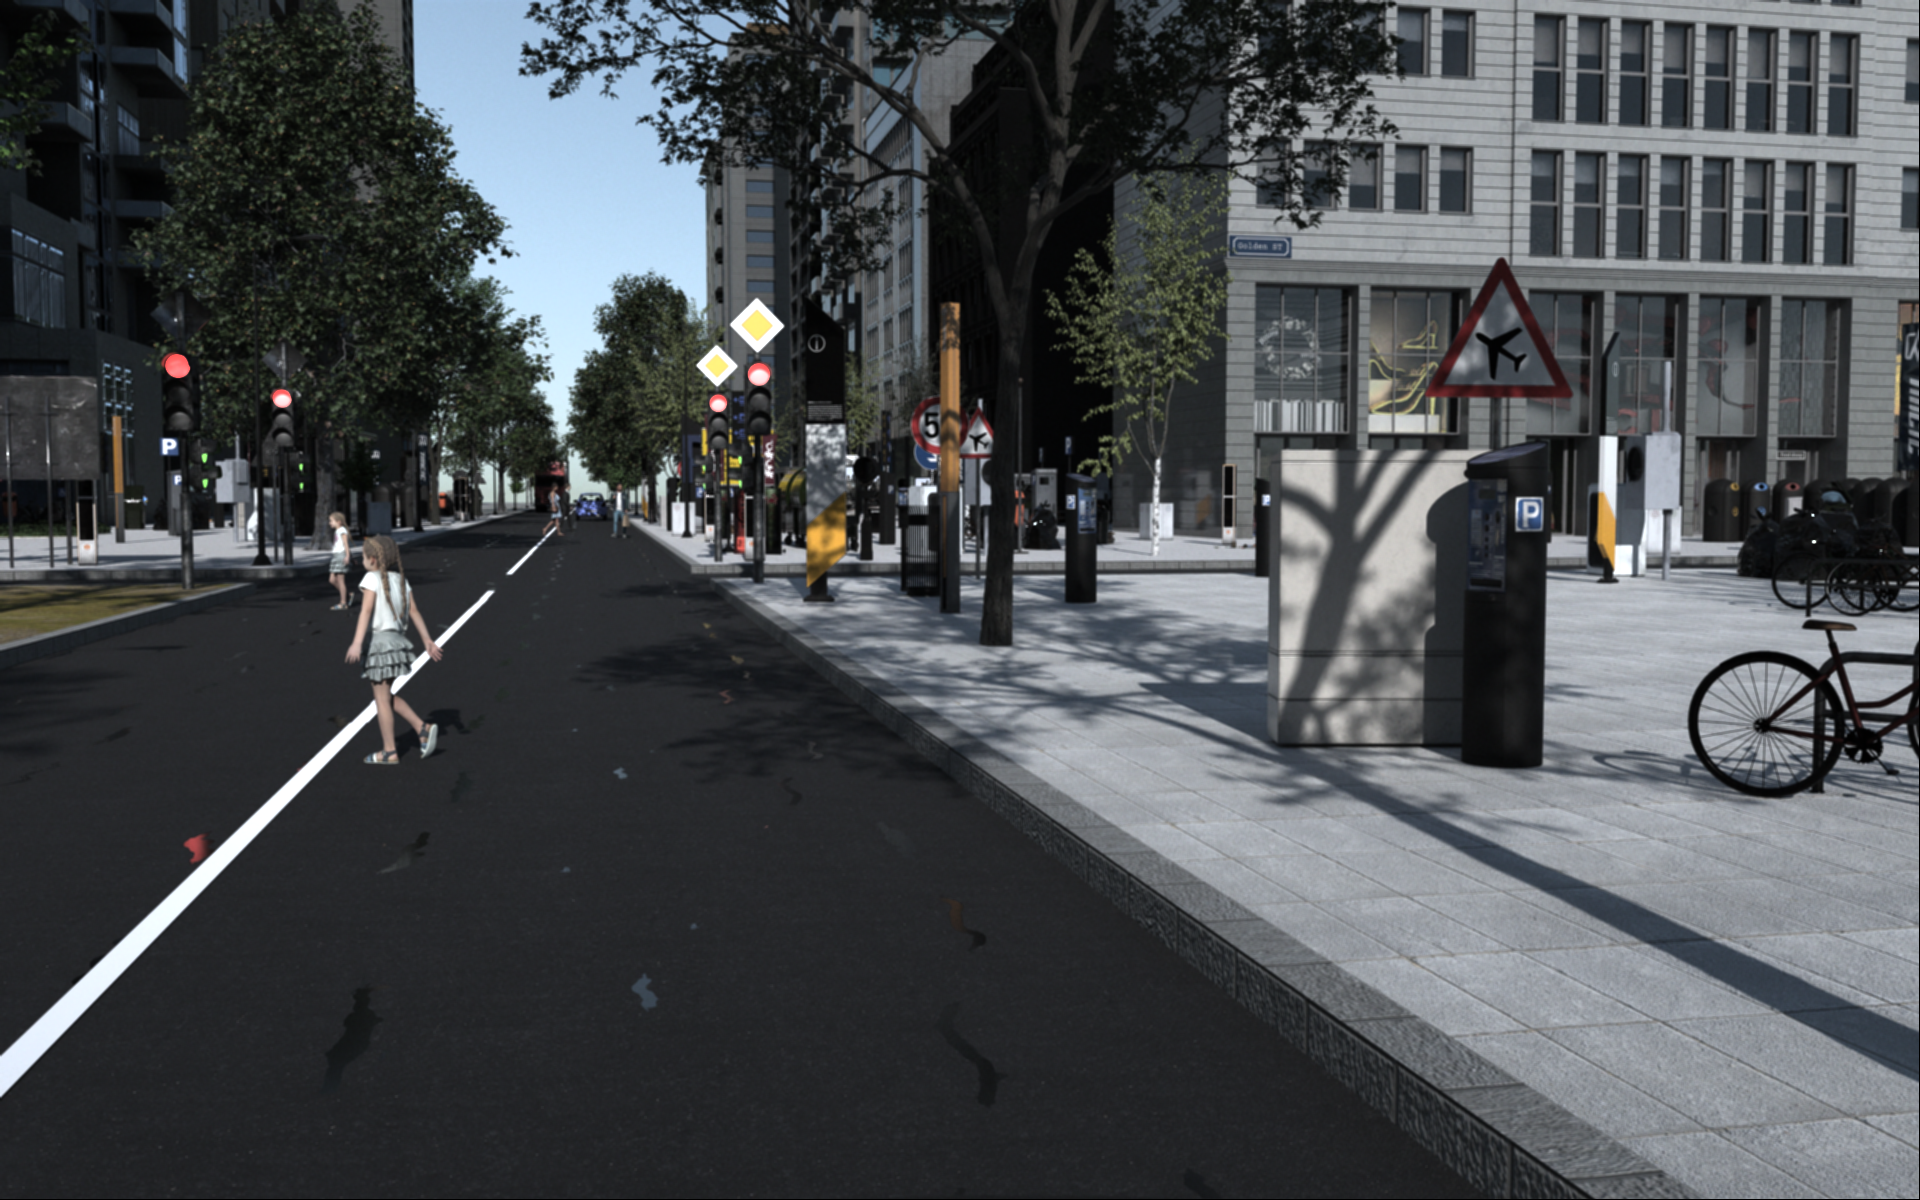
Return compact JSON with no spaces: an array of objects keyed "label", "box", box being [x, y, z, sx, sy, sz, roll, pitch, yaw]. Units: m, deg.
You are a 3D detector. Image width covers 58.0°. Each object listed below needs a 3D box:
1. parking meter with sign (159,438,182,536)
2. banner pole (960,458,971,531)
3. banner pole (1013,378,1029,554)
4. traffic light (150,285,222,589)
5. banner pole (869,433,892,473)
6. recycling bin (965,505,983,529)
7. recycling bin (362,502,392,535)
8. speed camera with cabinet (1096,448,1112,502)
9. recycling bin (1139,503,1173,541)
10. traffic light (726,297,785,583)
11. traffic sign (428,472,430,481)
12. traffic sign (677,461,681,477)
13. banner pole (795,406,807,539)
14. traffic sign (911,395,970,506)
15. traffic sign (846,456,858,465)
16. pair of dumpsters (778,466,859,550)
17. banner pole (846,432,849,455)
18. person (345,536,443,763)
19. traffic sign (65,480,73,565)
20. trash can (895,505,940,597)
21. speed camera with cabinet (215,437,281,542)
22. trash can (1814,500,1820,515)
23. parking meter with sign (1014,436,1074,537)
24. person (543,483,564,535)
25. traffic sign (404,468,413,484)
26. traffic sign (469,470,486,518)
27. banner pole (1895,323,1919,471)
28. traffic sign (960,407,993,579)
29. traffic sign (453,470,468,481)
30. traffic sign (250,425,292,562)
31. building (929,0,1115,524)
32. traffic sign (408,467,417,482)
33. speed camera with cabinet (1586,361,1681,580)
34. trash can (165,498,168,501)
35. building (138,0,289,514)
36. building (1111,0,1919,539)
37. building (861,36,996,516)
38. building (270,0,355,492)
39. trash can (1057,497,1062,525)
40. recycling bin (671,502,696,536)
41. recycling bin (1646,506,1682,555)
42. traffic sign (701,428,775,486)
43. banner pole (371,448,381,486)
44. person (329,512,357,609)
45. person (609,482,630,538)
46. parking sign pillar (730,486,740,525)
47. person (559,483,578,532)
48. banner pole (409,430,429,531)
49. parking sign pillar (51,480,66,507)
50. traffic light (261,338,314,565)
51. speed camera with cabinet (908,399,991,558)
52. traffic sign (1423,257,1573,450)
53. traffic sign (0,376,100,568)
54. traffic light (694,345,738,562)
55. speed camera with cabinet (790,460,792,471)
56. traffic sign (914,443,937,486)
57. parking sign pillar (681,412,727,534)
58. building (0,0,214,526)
[{"label":"parking meter with sign","box":[-24.040,-3.475,53.085,0.543,3.016,1.738,-3,4,-36]},{"label":"banner pole","box":[0.129,-4.264,59.736,0.863,3.779,0.401,0,4,1]},{"label":"banner pole","box":[1.122,-2.905,37.520,0.863,3.779,0.401,3,5,42]},{"label":"traffic light","box":[-10.418,-2.103,23.301,0.839,4.253,0.868,-1,4,-12]},{"label":"banner pole","box":[-3.164,-4.930,70.626,0.863,3.779,0.401,-1,4,-11]},{"label":"recycling bin","box":[0.531,-3.091,63.085,0.722,1.027,0.722,0,4,-1]},{"label":"recycling bin","box":[-18.297,-2.551,54.266,0.722,1.027,0.722,-3,5,-43]},{"label":"speed camera with cabinet","box":[5.954,-4.804,72.880,0.660,3.252,2.038,1,4,14]},{"label":"recycling bin","box":[5.463,-2.179,48.185,0.722,1.027,0.722,-1,4,-21]},{"label":"traffic light","box":[-2.928,-2.201,24.913,0.839,4.253,0.868,-1,4,-12]},{"label":"traffic sign","box":[-24.819,-4.830,81.101,0.606,2.300,0.079,-1,4,-9]},{"label":"traffic sign","box":[-9.681,-3.771,61.770,0.768,2.556,0.104,0,4,-5]},{"label":"banner pole","box":[-4.378,-3.634,49.426,0.401,3.779,0.863,-3,5,-39]},{"label":"traffic sign","box":[-0.260,-1.368,22.470,0.768,2.556,0.104,0,4,-5]},{"label":"traffic sign","box":[-2.983,-2.662,45.650,0.606,2.300,0.079,0,4,-3]},{"label":"pair of dumpsters","box":[-3.362,-2.387,41.525,1.574,2.255,4.437,-1,4,-12]},{"label":"banner pole","box":[-4.147,-4.376,61.570,0.401,3.779,0.863,-2,4,-32]},{"label":"person","box":[-3.018,0.266,9.167,0.382,1.210,0.505,1,4,17]},{"label":"traffic sign","box":[-16.184,-1.915,31.420,0.768,2.556,0.104,0,4,-5]},{"label":"trash can","box":[-0.445,-0.625,21.869,0.748,1.137,0.748,0,3,0]},{"label":"speed camera with cabinet","box":[-19.125,-3.201,46.666,0.660,3.252,2.038,1,4,17]},{"label":"trash can","box":[21.611,-1.920,43.040,0.748,1.137,0.748,0,3,0]},{"label":"parking meter with sign","box":[2.514,-3.413,52.069,1.738,3.016,0.543,-1,4,-17]},{"label":"person","box":[-13.999,-3.120,59.614,0.778,1.811,0.616,0,4,-2]},{"label":"traffic sign","box":[-26.740,-5.167,84.584,0.768,2.556,0.104,0,4,-5]},{"label":"traffic sign","box":[-25.496,-5.602,91.602,0.884,2.594,0.081,-1,4,-11]},{"label":"banner pole","box":[12.367,-1.965,22.144,0.401,3.779,0.863,-2,4,-27]},{"label":"traffic sign","box":[0.271,-1.589,25.980,0.884,2.594,0.081,-1,4,-10]},{"label":"traffic sign","box":[-26.268,-5.561,91.026,0.768,2.556,0.104,0,4,-8]},{"label":"traffic sign","box":[-12.853,-1.987,32.489,0.884,2.594,0.081,0,4,-4]},{"label":"building","box":[6.077,-15.503,83.144,12.332,23.373,15.834,-1,4,-12]},{"label":"traffic sign","box":[-24.723,-4.834,79.043,0.884,2.594,0.081,0,4,-7]},{"label":"speed camera with cabinet","box":[10.320,-1.972,26.581,0.660,3.252,2.038,0,4,-3]},{"label":"trash can","box":[-25.517,-2.745,56.539,0.748,1.137,0.748,0,3,0]},{"label":"building","box":[-59.148,-31.924,111.203,28.713,52.752,27.495,-1,4,-12]},{"label":"building","box":[20.833,-17.084,56.815,29.804,29.767,11.434,-1,4,-12]},{"label":"building","box":[1.790,-17.297,100.832,12.078,24.808,19.932,-1,4,-12]},{"label":"building","box":[-60.170,-30.450,147.974,14.600,45.320,14.200,-1,4,-12]},{"label":"trash can","box":[3.957,-3.723,72.530,0.748,1.137,0.748,0,3,0]},{"label":"recycling bin","box":[-8.514,-2.495,53.344,0.722,1.027,0.722,-1,4,-9]},{"label":"recycling bin","box":[14.961,-1.497,37.027,0.722,1.027,0.722,1,4,9]},{"label":"traffic sign","box":[-6.818,-3.632,53.256,2.265,3.308,0.079,0,4,-7]},{"label":"banner pole","box":[-28.182,-5.692,83.073,0.863,3.779,0.401,-1,4,-15]},{"label":"person","box":[-7.648,-0.493,21.572,0.382,1.210,0.505,-2,4,-35]},{"label":"person","box":[-11.057,-2.936,56.488,0.794,1.824,0.713,1,4,11]},{"label":"parking sign pillar","box":[-9.001,-4.883,68.304,1.447,3.967,1.447,0,4,-4]},{"label":"person","box":[-15.039,-3.553,66.372,0.755,1.850,0.659,-1,4,-12]},{"label":"banner pole","box":[-19.076,-4.349,61.116,0.401,3.779,0.863,2,4,34]},{"label":"parking sign pillar","box":[-34.137,-4.724,65.702,1.447,3.967,1.447,-2,4,-33]},{"label":"traffic light","box":[-12.087,-2.580,31.111,0.839,4.253,0.868,-1,4,-12]},{"label":"speed camera with cabinet","box":[-0.055,-2.519,35.521,2.038,3.252,0.660,-2,4,-33]},{"label":"traffic sign","box":[2.970,-0.589,9.627,0.884,2.594,0.081,-1,4,-11]},{"label":"traffic sign","box":[-16.103,-2.207,29.956,2.265,3.308,0.079,-1,4,-10]},{"label":"traffic light","box":[-4.598,-2.679,32.722,0.839,4.253,0.868,-1,4,-12]},{"label":"speed camera with cabinet","box":[-9.236,-6.434,99.525,0.660,3.252,2.038,-2,4,-31]},{"label":"traffic sign","box":[-0.584,-2.225,36.491,0.768,2.556,0.104,0,4,-7]},{"label":"parking sign pillar","box":[-8.506,-4.186,56.910,1.447,3.967,1.447,0,4,-7]},{"label":"building","box":[-47.787,-46.811,78.032,22.319,86.520,31.000,-1,4,-12]}]
